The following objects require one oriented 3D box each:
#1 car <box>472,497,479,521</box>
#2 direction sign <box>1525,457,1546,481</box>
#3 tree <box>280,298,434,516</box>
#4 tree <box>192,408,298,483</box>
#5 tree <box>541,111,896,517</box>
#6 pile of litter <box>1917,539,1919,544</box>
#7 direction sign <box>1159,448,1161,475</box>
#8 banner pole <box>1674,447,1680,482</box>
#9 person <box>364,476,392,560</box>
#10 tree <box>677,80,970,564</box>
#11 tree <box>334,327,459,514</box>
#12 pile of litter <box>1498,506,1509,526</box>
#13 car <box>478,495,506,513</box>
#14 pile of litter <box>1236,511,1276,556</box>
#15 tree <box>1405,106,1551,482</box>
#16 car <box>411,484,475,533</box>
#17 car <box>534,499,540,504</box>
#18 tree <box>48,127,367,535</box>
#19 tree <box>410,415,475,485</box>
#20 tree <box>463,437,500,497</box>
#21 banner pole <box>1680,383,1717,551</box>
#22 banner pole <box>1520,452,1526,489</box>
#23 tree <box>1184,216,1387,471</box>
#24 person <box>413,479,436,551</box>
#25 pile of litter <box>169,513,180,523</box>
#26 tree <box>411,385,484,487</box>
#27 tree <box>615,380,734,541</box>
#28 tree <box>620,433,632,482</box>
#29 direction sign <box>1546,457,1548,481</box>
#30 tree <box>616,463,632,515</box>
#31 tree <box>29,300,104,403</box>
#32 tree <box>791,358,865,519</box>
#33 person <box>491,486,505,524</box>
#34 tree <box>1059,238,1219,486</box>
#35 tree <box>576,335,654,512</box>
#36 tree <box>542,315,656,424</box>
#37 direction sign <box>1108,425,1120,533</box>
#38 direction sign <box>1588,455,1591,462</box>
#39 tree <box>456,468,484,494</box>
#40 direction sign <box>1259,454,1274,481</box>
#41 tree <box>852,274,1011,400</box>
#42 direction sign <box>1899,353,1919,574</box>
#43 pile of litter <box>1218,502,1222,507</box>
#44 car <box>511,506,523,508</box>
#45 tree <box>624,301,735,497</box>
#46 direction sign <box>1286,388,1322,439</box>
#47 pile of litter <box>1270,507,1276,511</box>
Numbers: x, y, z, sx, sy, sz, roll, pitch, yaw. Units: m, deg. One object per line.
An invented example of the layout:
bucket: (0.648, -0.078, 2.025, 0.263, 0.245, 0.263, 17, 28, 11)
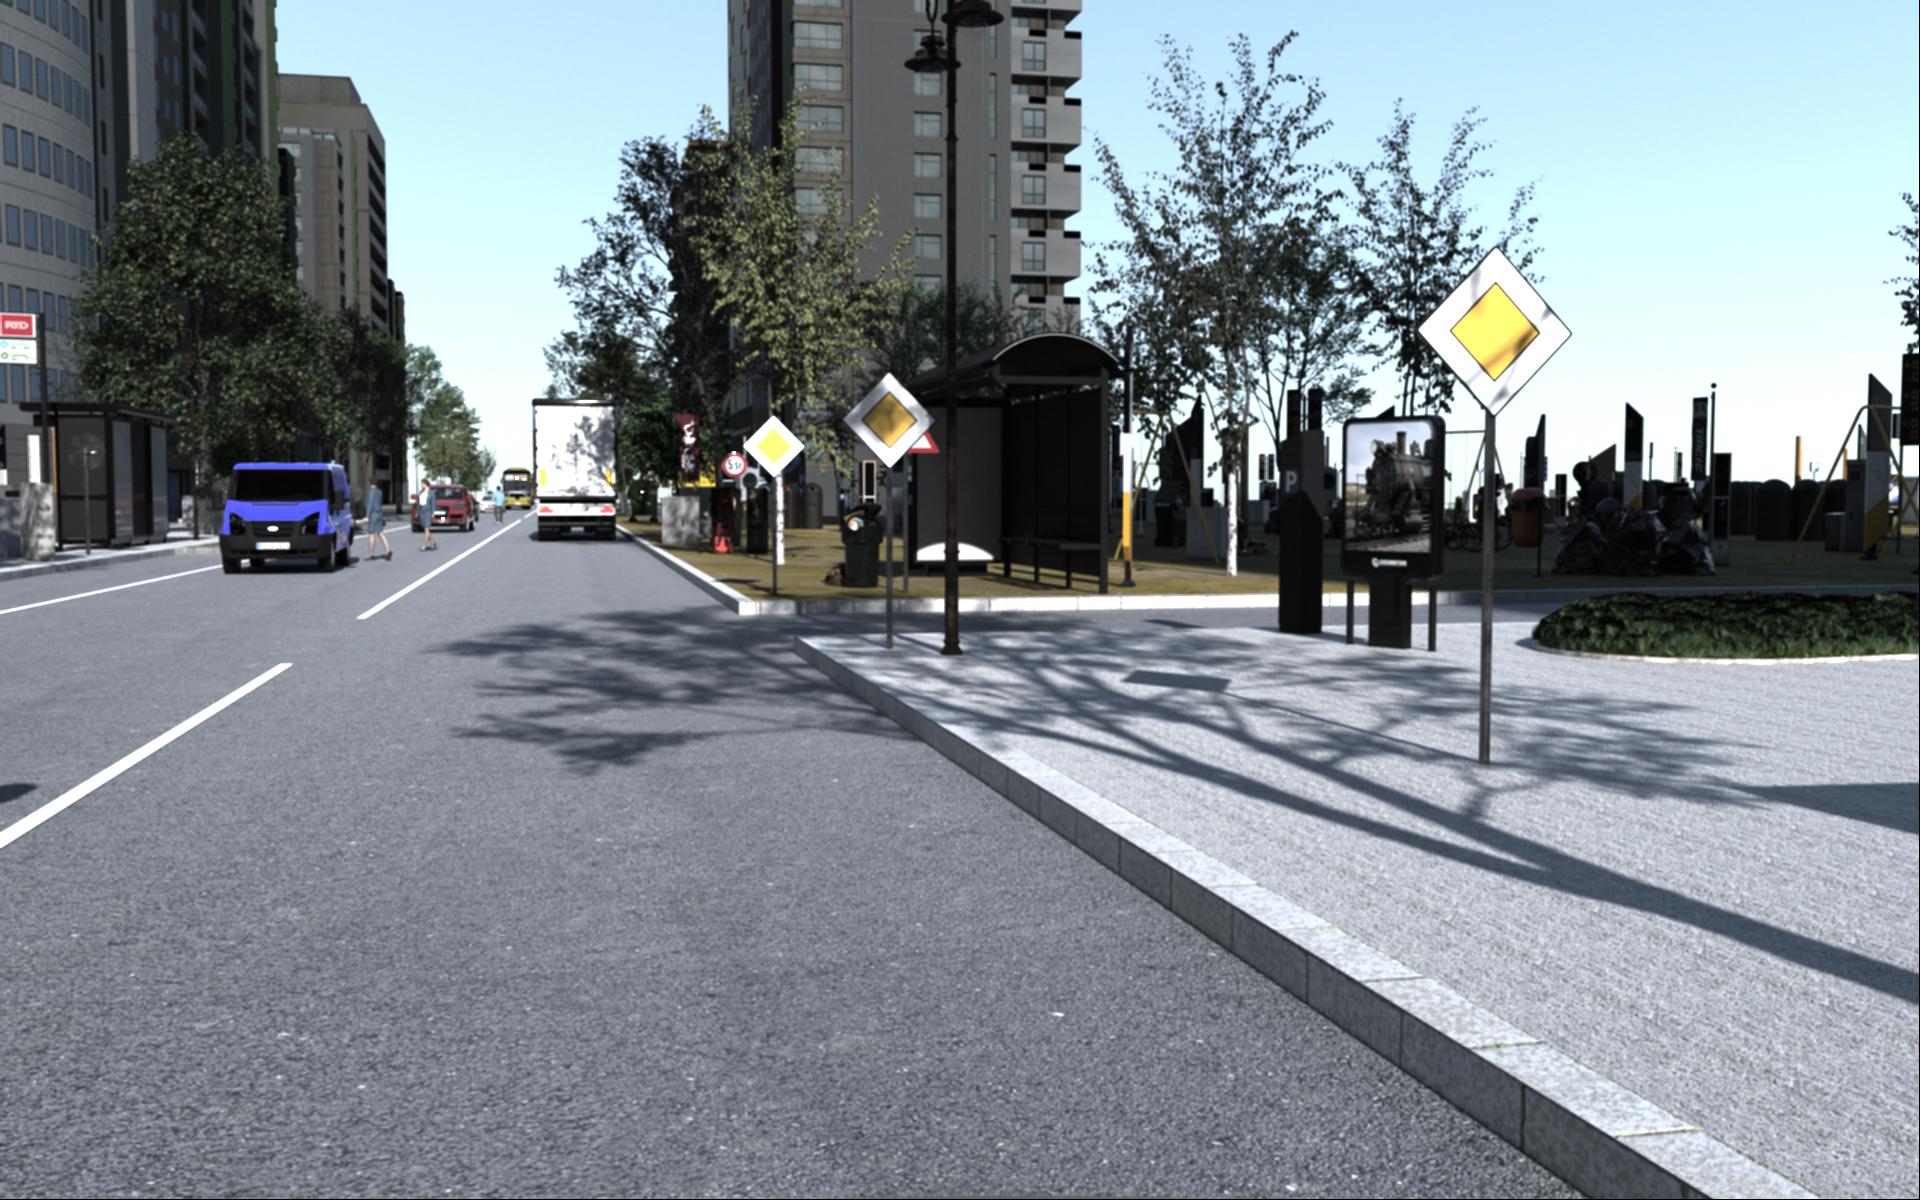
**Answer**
car: (-26.006, -4.908, 90.026, 2.009, 1.686, 4.222, -1, 4, -12)
direction sign: (30.070, -6.038, 90.724, 0.876, 3.537, 0.379, 1, 4, 16)
tree: (-29.397, -9.020, 81.896, 7.601, 10.594, 8.767, 0, 4, -3)
tree: (-25.969, -4.863, 63.220, 4.285, 4.588, 4.351, 0, 3, 0)
tree: (-5.729, -6.560, 41.661, 8.767, 10.594, 7.601, 0, 4, -4)
pile of litter: (24.925, -1.829, 43.876, 1.176, 0.858, 1.719, 2, 4, 24)
direction sign: (10.064, -5.647, 84.319, 0.876, 3.537, 0.379, 3, 4, 37)
banner pole: (37.765, -6.187, 91.181, 0.401, 3.779, 0.863, -1, 4, -10)
person: (-12.577, -1.762, 37.329, 0.654, 1.822, 0.581, 2, 4, 27)
tree: (-3.097, -4.954, 31.355, 4.737, 8.622, 4.395, 0, 3, 0)
tree: (-35.696, -11.229, 109.350, 9.928, 11.665, 9.643, 0, 3, 0)
pile of litter: (22.157, -3.371, 69.080, 1.719, 0.858, 1.176, -1, 4, -16)
car: (-36.585, -7.533, 135.528, 2.083, 1.381, 4.827, -1, 4, -12)
pile of litter: (6.049, -1.379, 36.512, 1.176, 0.858, 1.719, 3, 5, 44)
tree: (8.902, -5.053, 32.975, 4.360, 8.622, 3.978, 0, 3, 0)
car: (-19.704, -3.513, 66.116, 2.281, 1.827, 5.304, -1, 4, -12)
car: (-57.601, -13.565, 234.142, 2.083, 1.381, 4.827, -1, 4, -13)
tree: (-23.713, -8.408, 54.482, 9.611, 12.733, 9.660, 0, 3, 0)
tree: (-48.237, -12.792, 159.517, 4.737, 8.622, 4.395, 0, 3, 0)
tree: (-61.204, -16.388, 218.307, 4.360, 8.622, 3.978, 0, 3, 0)
banner pole: (16.861, -3.011, 39.249, 0.401, 3.779, 0.863, -1, 4, -20)
banner pole: (33.554, -6.910, 103.000, 0.401, 3.779, 0.863, -3, 5, -39)
tree: (12.316, -8.576, 65.965, 9.928, 11.665, 9.643, 0, 3, 0)
person: (-13.434, -2.153, 43.718, 0.581, 1.822, 0.654, 2, 4, 34)
pile of litter: (-35.729, -3.879, 77.383, 1.719, 0.858, 1.176, -3, 5, -41)
tree: (-53.284, -16.037, 180.324, 7.486, 12.596, 7.792, 0, 3, 0)
tree: (-7.849, -3.917, 47.752, 4.285, 4.588, 4.351, 0, 3, 0)
tree: (-42.950, -17.557, 204.071, 9.611, 12.733, 9.660, 0, 3, 0)
direction sign: (34.949, -6.871, 104.344, 0.876, 3.537, 0.379, 0, 4, -6)
tree: (-20.751, -6.795, 105.707, 1.663, 3.219, 1.824, 0, 3, 0)
tree: (-31.496, -6.901, 63.190, 4.360, 8.622, 3.978, 0, 3, 0)
tree: (-6.327, -8.429, 88.183, 4.360, 8.622, 3.978, 0, 3, 0)
person: (-21.795, -4.483, 81.808, 0.660, 1.820, 0.620, -3, 4, -37)
tree: (5.586, -6.039, 49.100, 4.737, 8.622, 4.395, 0, 3, 0)
tree: (-24.559, -12.592, 124.009, 7.486, 12.596, 7.792, 0, 3, 0)
tree: (-35.910, -19.817, 179.897, 12.611, 20.169, 13.585, 0, 3, 0)
direction sign: (4.867, -3.943, 56.468, 0.876, 3.537, 0.379, -3, 4, -36)
direction sign: (36.719, -6.672, 101.081, 0.379, 3.537, 0.876, 2, 4, 27)
tree: (-58.904, -13.744, 208.435, 4.285, 4.588, 4.351, 0, 3, 0)
direction sign: (17.304, -6.472, 97.815, 0.876, 3.537, 0.379, 2, 4, 26)
tree: (-1.301, -9.566, 82.157, 9.928, 11.665, 9.643, 0, 3, 0)
direction sign: (15.477, -2.183, 27.696, 0.379, 3.537, 0.876, -3, 4, -39)
pile of litter: (14.273, -5.070, 96.860, 1.719, 0.858, 1.176, 3, 5, 41)
car: (-46.183, -10.389, 179.639, 2.009, 1.686, 4.222, -1, 4, -11)
tree: (-10.949, -7.078, 66.081, 4.360, 8.622, 3.978, 0, 3, 0)
direction sign: (7.413, -2.775, 37.364, 0.876, 3.537, 0.379, 3, 5, 44)
pile of litter: (10.491, -2.586, 56.248, 1.176, 0.858, 1.719, 3, 5, 42)
